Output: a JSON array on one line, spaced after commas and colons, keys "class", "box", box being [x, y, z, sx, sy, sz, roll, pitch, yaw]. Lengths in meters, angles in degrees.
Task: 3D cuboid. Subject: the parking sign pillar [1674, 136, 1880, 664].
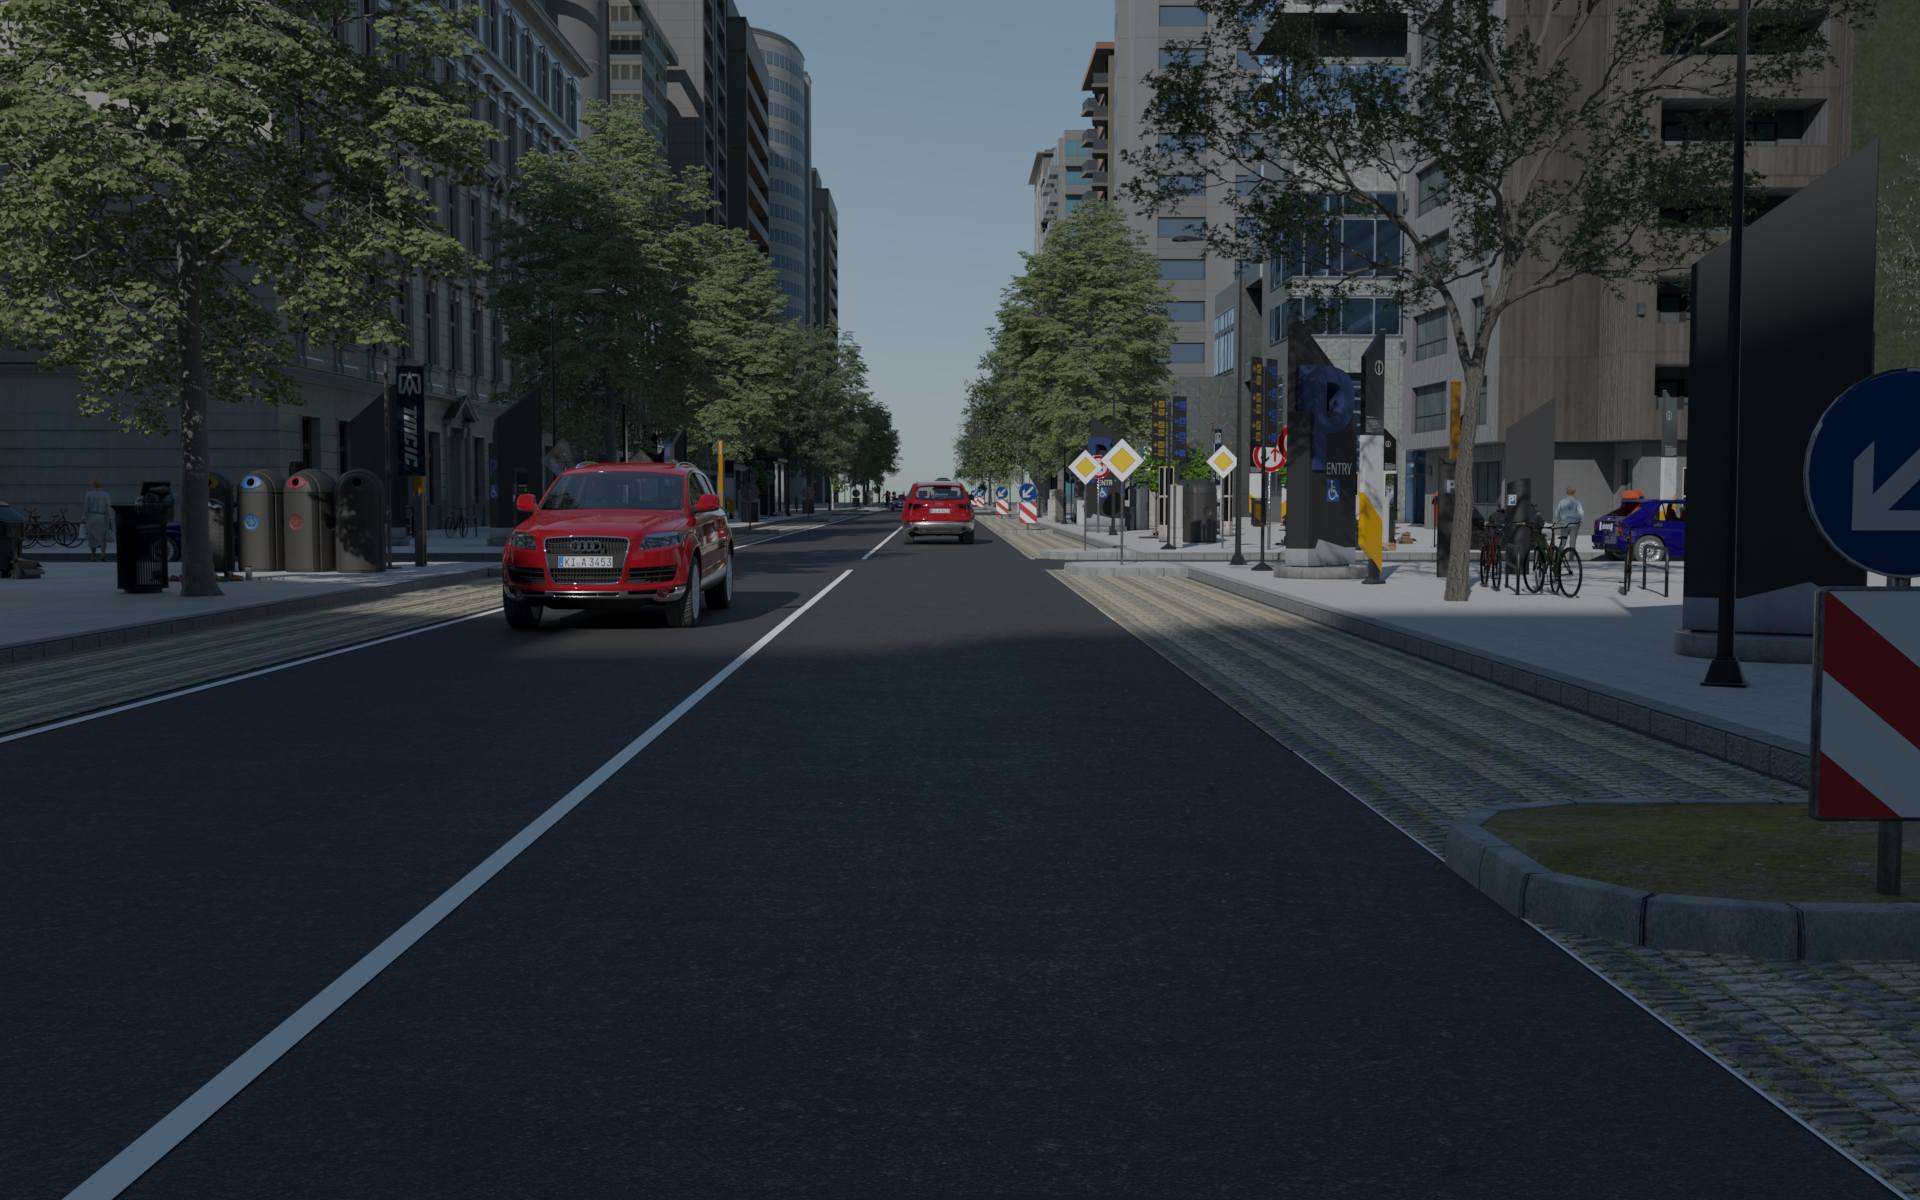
[{"class": "parking sign pillar", "box": [6.460, -1.540, 13.655, 1.447, 3.967, 1.447, 2, 4, 30]}]

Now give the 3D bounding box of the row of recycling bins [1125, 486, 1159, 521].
[{"class": "row of recycling bins", "box": [7.892, -4.642, 83.002, 3.534, 1.692, 1.069, 2, 4, 29]}]

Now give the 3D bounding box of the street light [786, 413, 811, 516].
[{"class": "street light", "box": [-9.307, -7.757, 99.363, 1.470, 5.913, 1.316, 0, 4, -1]}]

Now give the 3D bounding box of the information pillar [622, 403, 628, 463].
[{"class": "information pillar", "box": [-8.706, -3.284, 45.056, 0.183, 3.616, 0.504, 0, 4, -5]}]

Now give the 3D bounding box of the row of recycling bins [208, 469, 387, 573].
[{"class": "row of recycling bins", "box": [-11.179, -1.319, 28.679, 3.534, 1.692, 1.069, 1, 4, 9]}]

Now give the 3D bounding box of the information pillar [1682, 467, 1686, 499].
[{"class": "information pillar", "box": [19.998, -2.628, 47.452, 0.304, 2.012, 0.304, -3, 4, -37]}]

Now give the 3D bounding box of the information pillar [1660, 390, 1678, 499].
[{"class": "information pillar", "box": [16.092, -2.935, 39.347, 0.504, 3.616, 0.183, -2, 4, -34]}]

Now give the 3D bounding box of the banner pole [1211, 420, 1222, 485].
[{"class": "banner pole", "box": [8.669, -4.205, 58.773, 0.401, 3.779, 0.863, -1, 4, -21]}]

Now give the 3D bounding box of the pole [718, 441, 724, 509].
[{"class": "pole", "box": [-9.110, -4.419, 66.093, 0.158, 3.312, 0.155, 0, 3, 0]}]

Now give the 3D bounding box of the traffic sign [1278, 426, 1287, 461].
[{"class": "traffic sign", "box": [5.933, -1.847, 30.311, 0.768, 2.556, 0.104, 0, 4, 4]}]

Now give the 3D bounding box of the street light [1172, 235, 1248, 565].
[{"class": "street light", "box": [4.495, -3.588, 31.203, 1.470, 5.913, 1.316, 0, 4, -1]}]

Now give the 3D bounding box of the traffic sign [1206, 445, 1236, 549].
[{"class": "traffic sign", "box": [6.152, -2.406, 40.528, 0.795, 2.450, 0.064, 0, 4, 4]}]

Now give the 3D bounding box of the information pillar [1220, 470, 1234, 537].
[{"class": "information pillar", "box": [8.038, -2.918, 52.194, 0.304, 2.012, 0.304, 2, 4, 29]}]

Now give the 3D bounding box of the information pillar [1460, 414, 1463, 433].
[{"class": "information pillar", "box": [14.697, -3.655, 51.107, 0.183, 3.616, 0.504, -1, 4, -19]}]

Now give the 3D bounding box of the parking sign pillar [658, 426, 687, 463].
[{"class": "parking sign pillar", "box": [-10.737, -4.708, 65.442, 1.447, 3.967, 1.447, 1, 4, 13]}]

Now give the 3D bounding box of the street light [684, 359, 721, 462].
[{"class": "street light", "box": [-8.932, -5.332, 59.712, 1.470, 5.913, 1.316, 0, 4, -1]}]

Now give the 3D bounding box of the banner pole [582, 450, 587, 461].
[{"class": "banner pole", "box": [-15.839, -5.082, 73.103, 0.401, 3.779, 0.863, 0, 4, 6]}]

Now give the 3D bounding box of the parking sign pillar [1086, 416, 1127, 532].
[{"class": "parking sign pillar", "box": [4.985, -4.328, 59.234, 1.447, 3.967, 1.447, 2, 4, 34]}]

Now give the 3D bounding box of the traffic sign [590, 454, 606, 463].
[{"class": "traffic sign", "box": [-11.315, -3.334, 54.610, 0.768, 2.556, 0.104, 0, 4, 2]}]

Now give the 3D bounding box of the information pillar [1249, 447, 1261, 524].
[{"class": "information pillar", "box": [11.944, -4.804, 69.895, 0.504, 3.616, 0.183, 1, 4, 12]}]

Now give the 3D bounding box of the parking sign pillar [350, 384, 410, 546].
[{"class": "parking sign pillar", "box": [-14.428, -3.331, 42.935, 1.447, 3.967, 1.447, 1, 4, 20]}]

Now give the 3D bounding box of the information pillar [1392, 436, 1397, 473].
[{"class": "information pillar", "box": [15.267, -4.298, 61.622, 0.504, 3.616, 0.183, -1, 4, -16]}]

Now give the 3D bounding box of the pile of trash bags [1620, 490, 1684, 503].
[{"class": "pile of trash bags", "box": [16.784, -1.935, 41.397, 3.447, 1.369, 1.912, -3, 5, -42]}]

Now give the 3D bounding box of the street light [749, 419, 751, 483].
[{"class": "street light", "box": [-9.139, -6.548, 79.606, 1.470, 5.913, 1.316, 0, 4, -1]}]

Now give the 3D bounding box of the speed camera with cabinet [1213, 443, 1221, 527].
[{"class": "speed camera with cabinet", "box": [9.949, -4.423, 66.645, 0.660, 3.252, 2.038, 1, 4, 12]}]

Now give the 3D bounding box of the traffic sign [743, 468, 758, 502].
[{"class": "traffic sign", "box": [-10.318, -5.216, 85.390, 0.768, 2.556, 0.104, 0, 4, 8]}]

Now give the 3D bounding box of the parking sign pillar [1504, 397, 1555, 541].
[{"class": "parking sign pillar", "box": [15.888, -3.661, 48.322, 1.447, 3.967, 1.447, 1, 4, 18]}]

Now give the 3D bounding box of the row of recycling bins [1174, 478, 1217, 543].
[{"class": "row of recycling bins", "box": [6.346, -2.444, 47.076, 1.069, 1.692, 3.534, 0, 4, -1]}]

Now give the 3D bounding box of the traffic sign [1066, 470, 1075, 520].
[{"class": "traffic sign", "box": [5.532, -5.256, 86.037, 0.768, 2.556, 0.104, 0, 4, 5]}]

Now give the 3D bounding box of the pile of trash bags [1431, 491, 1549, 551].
[{"class": "pile of trash bags", "box": [12.132, -1.874, 40.386, 1.912, 1.369, 3.447, -1, 4, -21]}]

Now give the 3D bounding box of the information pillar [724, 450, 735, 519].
[{"class": "information pillar", "box": [-11.708, -5.904, 87.891, 0.504, 3.616, 0.183, 0, 4, -3]}]

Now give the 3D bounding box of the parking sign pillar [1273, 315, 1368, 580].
[{"class": "parking sign pillar", "box": [5.555, -2.329, 26.557, 1.447, 3.967, 1.447, -3, 5, -44]}]

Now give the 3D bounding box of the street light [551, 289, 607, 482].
[{"class": "street light", "box": [-8.694, -4.088, 39.381, 1.470, 5.913, 1.316, 0, 4, -1]}]

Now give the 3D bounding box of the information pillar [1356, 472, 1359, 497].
[{"class": "information pillar", "box": [13.204, -3.288, 58.247, 0.304, 2.012, 0.304, -1, 4, -9]}]

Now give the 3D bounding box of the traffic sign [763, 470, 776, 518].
[{"class": "traffic sign", "box": [-10.053, -5.560, 91.008, 0.768, 2.556, 0.104, 0, 4, 4]}]

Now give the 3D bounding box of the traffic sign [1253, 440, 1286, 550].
[{"class": "traffic sign", "box": [7.102, -2.425, 39.751, 0.768, 2.556, 0.104, 0, 4, 5]}]

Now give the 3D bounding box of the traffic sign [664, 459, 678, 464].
[{"class": "traffic sign", "box": [-10.528, -3.862, 63.253, 0.768, 2.556, 0.104, 0, 4, 5]}]

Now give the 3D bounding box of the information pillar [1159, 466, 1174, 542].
[{"class": "information pillar", "box": [5.487, -2.542, 46.054, 0.304, 2.012, 0.304, -1, 4, -23]}]

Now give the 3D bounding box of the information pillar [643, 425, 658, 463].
[{"class": "information pillar", "box": [-10.219, -4.021, 57.100, 0.504, 3.616, 0.183, -1, 4, -14]}]

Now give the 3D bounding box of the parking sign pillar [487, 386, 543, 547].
[{"class": "parking sign pillar", "box": [-10.978, -3.322, 42.795, 1.447, 3.967, 1.447, 3, 5, 41]}]

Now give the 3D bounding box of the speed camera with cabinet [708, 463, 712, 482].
[{"class": "speed camera with cabinet", "box": [-16.220, -7.025, 109.193, 0.660, 3.252, 2.038, -2, 4, -28]}]

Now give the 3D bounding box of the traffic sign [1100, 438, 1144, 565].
[{"class": "traffic sign", "box": [2.919, -1.688, 31.237, 0.795, 2.450, 0.064, 0, 4, -1]}]

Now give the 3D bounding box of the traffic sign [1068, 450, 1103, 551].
[{"class": "traffic sign", "box": [2.837, -2.176, 39.221, 0.795, 2.450, 0.064, 0, 4, -1]}]

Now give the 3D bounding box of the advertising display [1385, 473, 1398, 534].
[{"class": "advertising display", "box": [13.467, -2.990, 54.107, 0.123, 1.923, 0.974, 0, 4, -2]}]

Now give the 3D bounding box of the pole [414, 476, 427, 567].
[{"class": "pole", "box": [-9.535, -2.245, 30.546, 0.158, 3.312, 0.155, 0, 3, 0]}]

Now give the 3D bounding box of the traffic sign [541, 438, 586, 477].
[{"class": "traffic sign", "box": [-7.125, -1.683, 31.154, 0.795, 2.450, 0.064, 0, 4, -1]}]

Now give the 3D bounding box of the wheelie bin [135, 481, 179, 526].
[{"class": "wheelie bin", "box": [-19.435, -2.087, 42.026, 0.980, 1.594, 0.693, -3, 5, -44]}]

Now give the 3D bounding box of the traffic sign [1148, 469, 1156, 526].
[{"class": "traffic sign", "box": [6.377, -3.371, 56.307, 0.795, 2.450, 0.064, 0, 4, 2]}]

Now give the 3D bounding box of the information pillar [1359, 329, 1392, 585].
[{"class": "information pillar", "box": [5.840, -2.029, 24.532, 0.504, 3.616, 0.183, -3, 5, -43]}]

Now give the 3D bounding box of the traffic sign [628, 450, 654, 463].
[{"class": "traffic sign", "box": [-7.207, -2.171, 39.139, 0.795, 2.450, 0.064, 0, 4, -1]}]

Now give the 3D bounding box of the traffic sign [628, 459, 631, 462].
[{"class": "traffic sign", "box": [-11.835, -3.818, 62.530, 0.768, 2.556, 0.104, 0, 4, 5]}]

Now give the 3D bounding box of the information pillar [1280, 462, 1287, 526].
[{"class": "information pillar", "box": [13.141, -4.780, 69.511, 0.504, 3.616, 0.183, 3, 4, 38]}]

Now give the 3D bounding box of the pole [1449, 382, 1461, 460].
[{"class": "pole", "box": [8.991, -2.303, 31.502, 0.158, 3.312, 0.155, 0, 3, 0]}]

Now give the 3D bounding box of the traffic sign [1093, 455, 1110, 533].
[{"class": "traffic sign", "box": [4.532, -3.461, 56.698, 0.768, 2.556, 0.104, 0, 4, 3]}]

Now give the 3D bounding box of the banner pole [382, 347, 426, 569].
[{"class": "banner pole", "box": [-9.580, -2.428, 29.721, 0.863, 3.779, 0.401, -1, 4, -10]}]

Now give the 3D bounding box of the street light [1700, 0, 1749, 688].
[{"class": "street light", "box": [4.591, -2.379, 11.445, 1.470, 5.913, 1.316, 0, 4, -1]}]
